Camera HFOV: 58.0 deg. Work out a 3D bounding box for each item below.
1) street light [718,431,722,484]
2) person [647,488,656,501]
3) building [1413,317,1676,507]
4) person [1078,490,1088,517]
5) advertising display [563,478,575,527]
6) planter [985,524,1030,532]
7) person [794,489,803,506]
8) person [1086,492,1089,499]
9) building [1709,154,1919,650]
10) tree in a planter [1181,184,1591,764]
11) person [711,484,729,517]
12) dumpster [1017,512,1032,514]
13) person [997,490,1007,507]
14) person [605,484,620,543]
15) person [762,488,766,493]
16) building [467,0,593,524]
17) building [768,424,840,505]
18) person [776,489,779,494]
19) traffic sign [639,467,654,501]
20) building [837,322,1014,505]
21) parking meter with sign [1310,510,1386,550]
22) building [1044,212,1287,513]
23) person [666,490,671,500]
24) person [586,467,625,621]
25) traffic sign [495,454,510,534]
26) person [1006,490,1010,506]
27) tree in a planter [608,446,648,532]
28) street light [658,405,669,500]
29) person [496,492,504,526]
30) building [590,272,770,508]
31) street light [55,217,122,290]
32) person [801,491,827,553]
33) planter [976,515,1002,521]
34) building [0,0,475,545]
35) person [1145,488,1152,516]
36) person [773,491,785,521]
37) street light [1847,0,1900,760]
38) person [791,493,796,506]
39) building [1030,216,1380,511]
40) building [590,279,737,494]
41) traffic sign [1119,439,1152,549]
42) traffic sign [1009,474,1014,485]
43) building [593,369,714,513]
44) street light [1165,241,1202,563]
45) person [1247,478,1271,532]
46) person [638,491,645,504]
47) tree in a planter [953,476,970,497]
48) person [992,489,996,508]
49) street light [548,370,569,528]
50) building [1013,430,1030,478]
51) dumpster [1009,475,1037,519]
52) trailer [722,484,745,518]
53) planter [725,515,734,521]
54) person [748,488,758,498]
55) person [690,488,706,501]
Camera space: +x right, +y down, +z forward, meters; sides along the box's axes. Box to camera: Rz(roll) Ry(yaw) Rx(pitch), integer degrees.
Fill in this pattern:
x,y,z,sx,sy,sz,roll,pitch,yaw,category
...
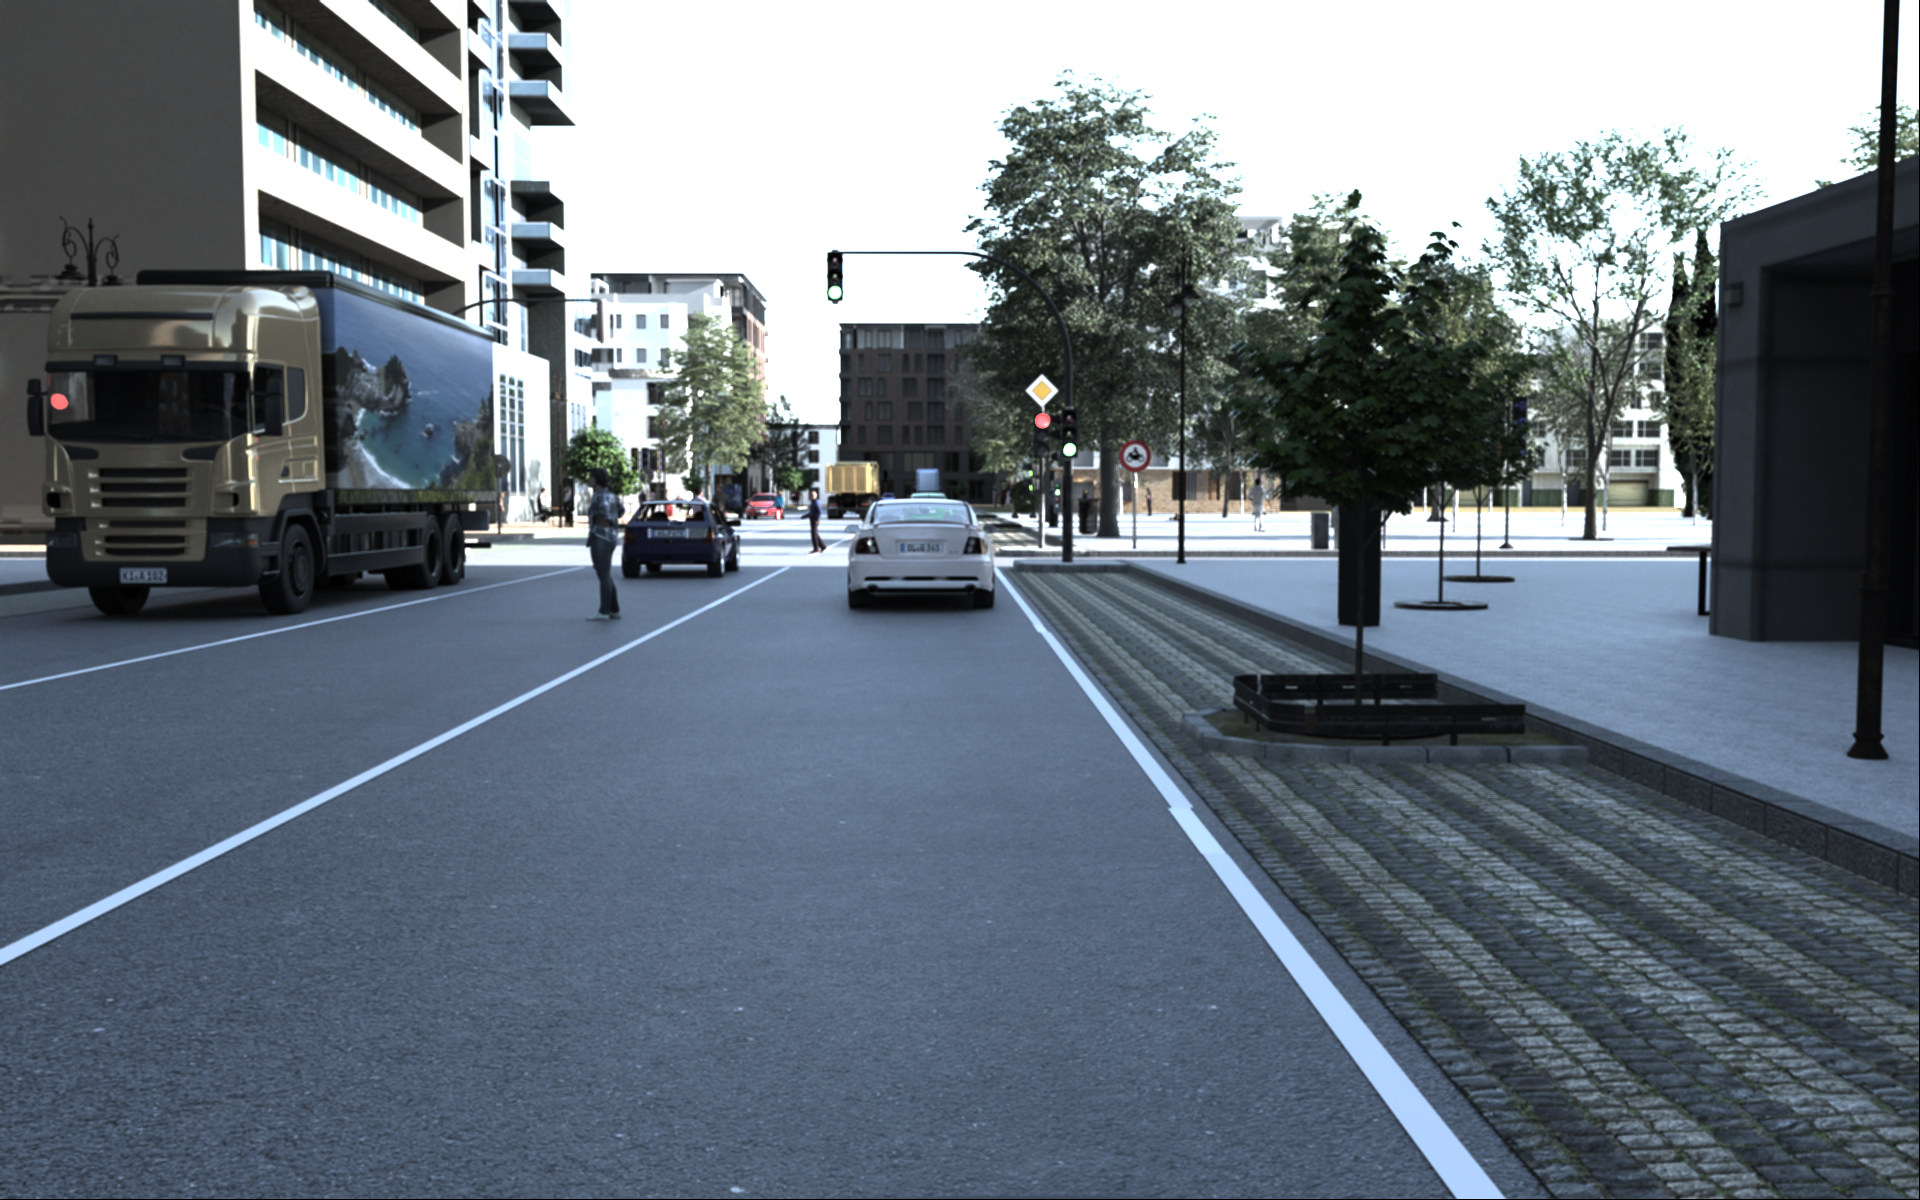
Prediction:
x,y,z,sx,sy,sz,roll,pitch,yaw,category
-15.654,-8.590,113.226,0.468,5.910,1.993,0,4,-1,street light
-18.120,-5.762,101.708,0.517,1.644,0.566,-1,4,-8,person
55.939,-19.266,181.454,31.486,18.905,16.747,0,4,-1,building
6.750,-5.257,94.537,0.613,1.512,0.480,-2,4,-28,person
-15.326,-3.831,67.852,0.123,1.923,0.974,-2,4,-32,advertising display
1.605,-2.717,65.554,1.991,0.319,1.994,0,4,-1,planter
-17.104,-10.762,181.944,1.348,1.831,0.705,0,4,7,person
7.841,-5.822,104.464,0.776,1.435,0.726,0,4,7,person
17.189,-34.573,3.524,20.563,71.187,20.611,0,4,-1,building
2.335,-0.783,10.032,1.991,3.239,1.994,0,4,-1,tree in a planter
-7.680,-2.806,54.933,0.434,1.755,0.990,2,4,33,person
3.475,-5.355,93.308,1.264,1.857,1.865,0,4,-1,dumpster
4.364,-10.514,177.886,1.348,1.831,0.705,-2,4,-34,person
-10.230,-2.537,50.696,0.376,1.734,0.841,1,4,14,person
-18.086,-9.366,159.197,0.705,1.822,1.348,0,4,8,person
-31.097,-47.319,86.344,22.319,86.520,31.000,0,4,-1,building
-28.641,-16.176,206.617,28.070,9.664,9.099,0,4,-1,building
-17.888,-10.078,170.447,0.705,1.869,1.348,1,4,19,person
-14.989,-5.054,82.740,0.768,2.556,0.104,1,4,9,traffic sign
1.622,-22.812,216.948,32.646,21.610,27.936,0,4,-1,building
9.032,-2.681,40.096,1.738,3.016,0.543,0,4,-3,parking meter with sign
13.870,-16.246,122.036,16.016,20.091,11.380,0,4,-1,building
-16.257,-5.387,96.581,0.387,1.526,0.523,2,4,33,person
-4.048,-0.642,19.720,0.376,1.734,0.841,0,4,6,person
-14.681,-3.365,55.117,0.768,2.556,0.104,0,4,5,traffic sign
5.308,-11.231,190.342,0.621,1.740,0.551,-2,4,-32,person
-12.679,-4.147,65.022,1.991,3.239,1.994,0,4,-1,tree in a planter
-15.289,-7.144,89.587,0.468,5.910,1.993,0,4,-1,street light
-18.212,-3.590,68.648,0.435,1.345,0.340,3,4,39,person
-36.417,-20.166,173.696,32.646,21.610,27.936,0,4,-1,building
-14.569,-3.450,29.198,0.468,5.910,1.993,0,4,-1,street light
-3.583,-1.888,42.056,0.600,1.496,0.574,1,4,11,person
1.237,-4.382,92.789,1.991,0.319,1.994,0,4,-1,planter
-28.503,-26.210,52.243,21.300,48.544,21.600,0,4,-1,building
10.959,-5.695,100.630,0.415,1.643,0.593,0,3,0,person
-9.640,-5.012,92.145,0.593,1.614,0.444,1,4,17,person
4.426,-2.170,8.266,0.468,5.910,1.993,0,4,-1,street light
-17.330,-10.475,180.490,0.799,1.438,0.628,3,5,44,person
19.625,-18.353,144.040,27.936,21.610,32.646,0,4,-1,building
-27.845,-17.987,150.504,16.016,20.091,11.380,0,4,-1,building
4.085,-2.469,40.469,0.768,2.556,0.104,0,4,1,traffic sign
3.408,-6.572,107.555,0.768,2.556,0.104,0,4,2,traffic sign
-22.867,-11.484,129.903,9.099,9.664,28.070,0,4,-1,building
4.098,-3.616,31.905,0.468,5.910,1.993,0,4,-1,street light
10.101,-3.191,58.365,0.875,1.805,0.789,2,4,32,person
-19.121,-5.859,104.039,0.569,1.553,0.471,2,4,30,person
0.201,-10.574,170.102,1.991,3.239,1.994,0,4,-1,tree in a planter
3.112,-9.273,158.372,0.721,1.736,1.217,1,4,10,person
-15.006,-5.635,64.916,0.468,5.910,1.993,0,4,-1,street light
10.338,-14.216,174.586,9.099,9.664,28.070,0,4,-1,building
3.334,-5.371,90.317,1.502,2.255,1.985,0,4,-1,dumpster
-13.480,-5.746,100.992,1.471,1.999,3.904,0,4,1,trailer
-13.050,-4.337,92.052,1.991,0.319,1.994,0,4,-1,planter
-17.581,-8.692,148.103,1.348,1.831,0.705,3,4,37,person
-6.613,-2.050,43.982,0.963,1.587,0.435,1,4,16,person
